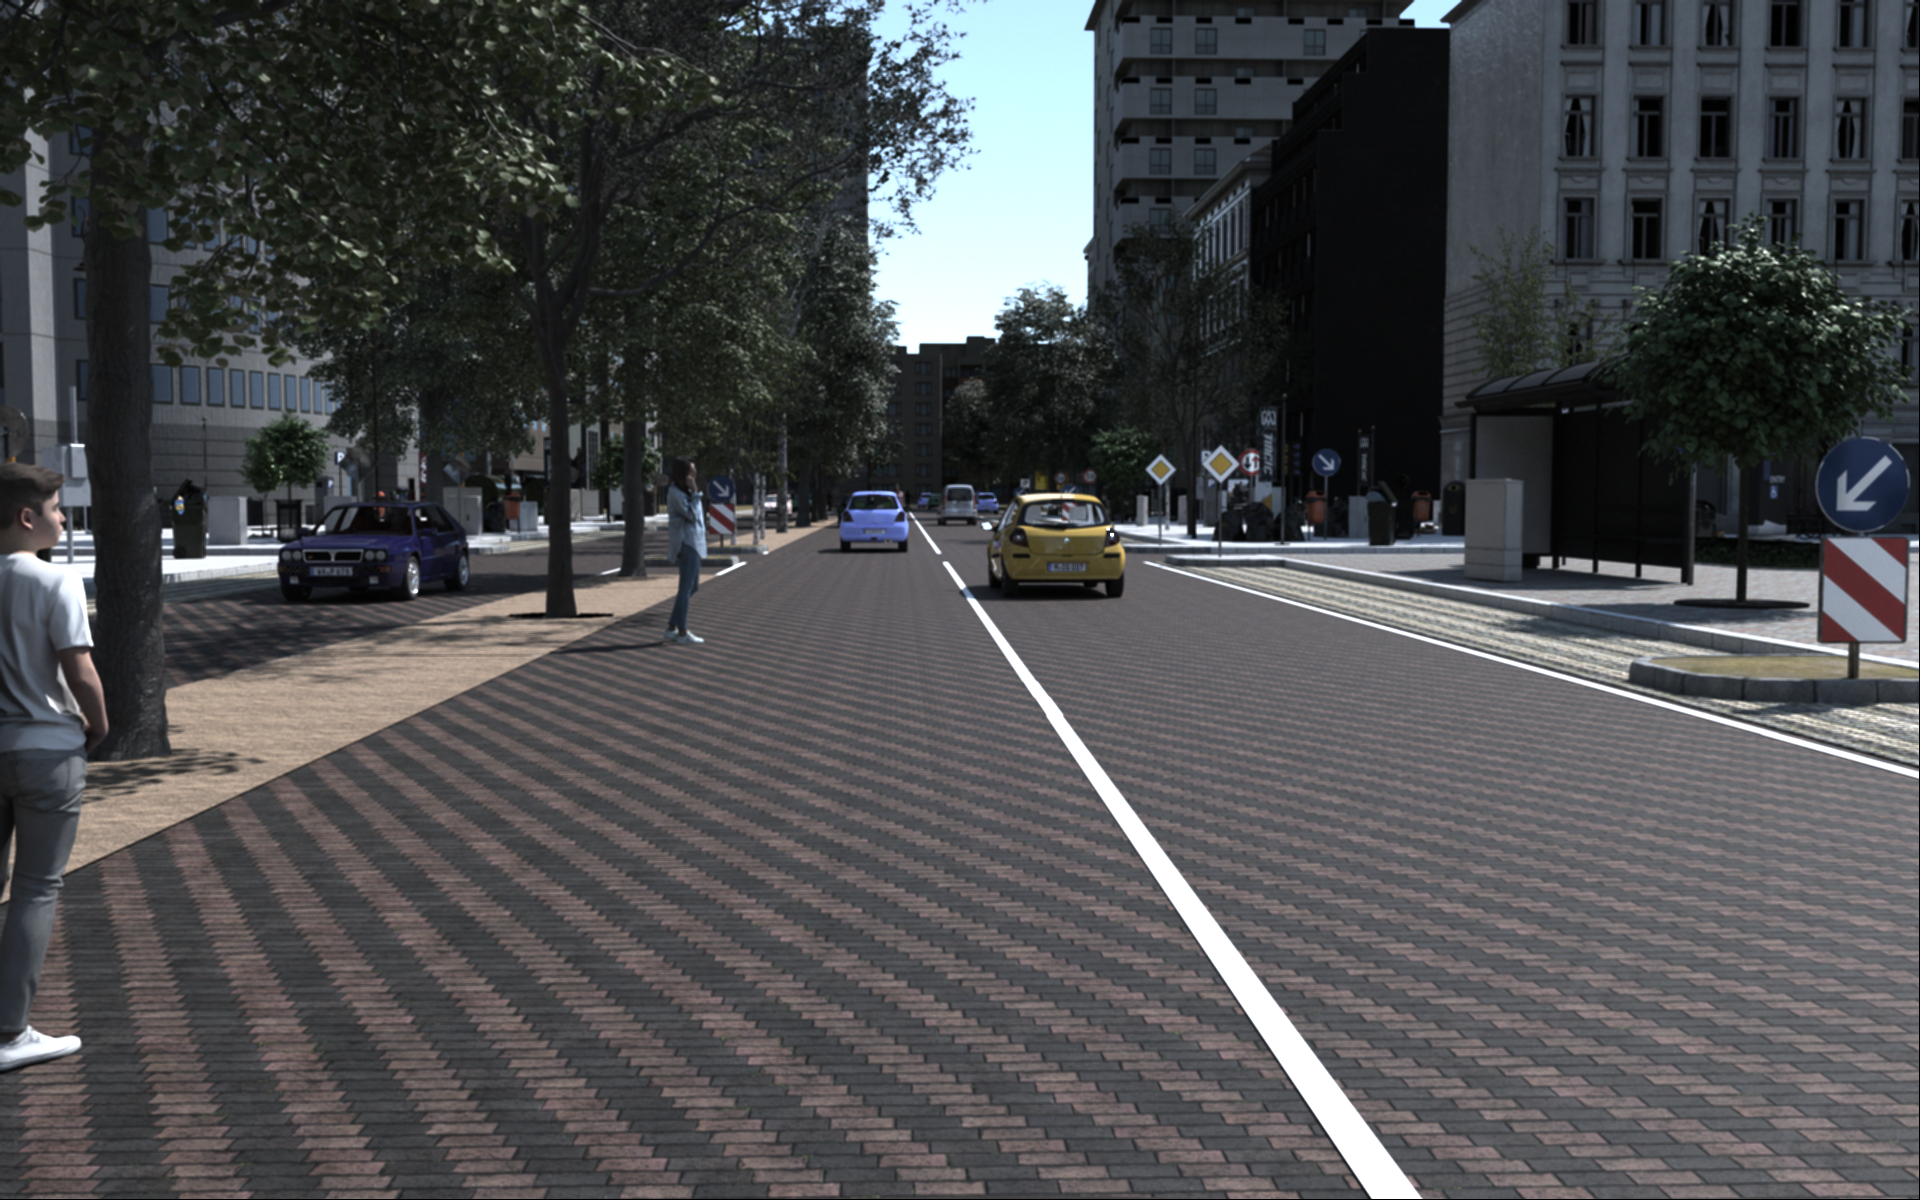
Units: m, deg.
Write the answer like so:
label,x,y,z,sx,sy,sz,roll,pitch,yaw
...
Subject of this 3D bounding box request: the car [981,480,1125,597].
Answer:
label,x,y,z,sx,sy,sz,roll,pitch,yaw
car,1.350,-0.935,25.513,2.015,1.641,3.980,0,4,-3

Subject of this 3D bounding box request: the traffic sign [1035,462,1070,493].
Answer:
label,x,y,z,sx,sy,sz,roll,pitch,yaw
traffic sign,5.939,-7.190,111.435,2.265,3.308,0.079,0,4,2

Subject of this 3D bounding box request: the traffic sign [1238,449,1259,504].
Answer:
label,x,y,z,sx,sy,sz,roll,pitch,yaw
traffic sign,8.190,-2.973,48.708,0.768,2.556,0.104,0,4,6

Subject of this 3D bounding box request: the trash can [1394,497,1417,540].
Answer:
label,x,y,z,sx,sy,sz,roll,pitch,yaw
trash can,12.504,-2.280,48.924,0.748,1.137,0.748,0,3,0

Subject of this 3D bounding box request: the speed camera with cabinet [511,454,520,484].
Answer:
label,x,y,z,sx,sy,sz,roll,pitch,yaw
speed camera with cabinet,-22.676,-5.541,84.934,2.038,3.252,0.660,0,4,3

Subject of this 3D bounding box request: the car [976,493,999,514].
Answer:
label,x,y,z,sx,sy,sz,roll,pitch,yaw
car,1.834,-6.958,123.346,1.945,1.707,3.694,0,4,-1

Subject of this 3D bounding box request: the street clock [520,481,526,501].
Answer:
label,x,y,z,sx,sy,sz,roll,pitch,yaw
street clock,-23.930,-5.517,94.771,0.358,2.002,0.471,1,4,11

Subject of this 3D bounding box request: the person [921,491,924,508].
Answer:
label,x,y,z,sx,sy,sz,roll,pitch,yaw
person,-3.896,-10.481,180.411,0.434,1.755,0.990,1,4,11

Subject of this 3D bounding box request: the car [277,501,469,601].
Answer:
label,x,y,z,sx,sy,sz,roll,pitch,yaw
car,-8.214,-0.727,24.470,1.945,1.354,3.894,0,4,-1

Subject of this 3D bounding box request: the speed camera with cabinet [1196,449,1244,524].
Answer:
label,x,y,z,sx,sy,sz,roll,pitch,yaw
speed camera with cabinet,11.274,-4.937,75.059,2.038,3.252,0.660,2,4,35

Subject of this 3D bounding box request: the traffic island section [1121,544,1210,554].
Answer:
label,x,y,z,sx,sy,sz,roll,pitch,yaw
traffic island section,5.000,-1.274,43.115,2.009,0.180,2.903,0,4,-2

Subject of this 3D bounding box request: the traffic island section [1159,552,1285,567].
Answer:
label,x,y,z,sx,sy,sz,roll,pitch,yaw
traffic island section,5.290,-0.786,35.135,2.009,0.180,2.903,0,4,-2

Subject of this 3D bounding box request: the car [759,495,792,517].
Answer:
label,x,y,z,sx,sy,sz,roll,pitch,yaw
car,-11.711,-5.995,110.374,2.083,1.381,4.827,0,4,-2

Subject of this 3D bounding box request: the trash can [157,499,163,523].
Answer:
label,x,y,z,sx,sy,sz,roll,pitch,yaw
trash can,-25.250,-2.594,54.073,0.748,1.137,0.748,0,3,0

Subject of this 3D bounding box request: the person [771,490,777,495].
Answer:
label,x,y,z,sx,sy,sz,roll,pitch,yaw
person,-13.194,-6.989,123.494,1.217,1.743,0.721,2,4,29

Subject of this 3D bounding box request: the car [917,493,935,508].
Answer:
label,x,y,z,sx,sy,sz,roll,pitch,yaw
car,-3.458,-10.281,177.683,1.945,1.707,3.694,0,4,-3

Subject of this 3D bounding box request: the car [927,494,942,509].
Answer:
label,x,y,z,sx,sy,sz,roll,pitch,yaw
car,-2.184,-9.693,167.278,1.959,1.807,4.718,0,4,-3

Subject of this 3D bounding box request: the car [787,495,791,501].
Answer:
label,x,y,z,sx,sy,sz,roll,pitch,yaw
car,-16.529,-9.147,161.918,2.083,1.381,4.827,0,4,-3

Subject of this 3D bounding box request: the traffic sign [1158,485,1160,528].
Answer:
label,x,y,z,sx,sy,sz,roll,pitch,yaw
traffic sign,7.538,-3.935,65.528,0.795,2.450,0.064,0,4,-1

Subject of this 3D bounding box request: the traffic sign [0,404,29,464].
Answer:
label,x,y,z,sx,sy,sz,roll,pitch,yaw
traffic sign,-13.585,-1.498,24.606,0.768,2.556,0.104,0,4,5

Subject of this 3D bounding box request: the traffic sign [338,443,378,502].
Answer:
label,x,y,z,sx,sy,sz,roll,pitch,yaw
traffic sign,-11.967,-1.884,34.452,0.795,2.450,0.064,0,4,-2

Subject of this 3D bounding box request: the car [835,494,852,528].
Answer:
label,x,y,z,sx,sy,sz,roll,pitch,yaw
car,-4.427,-4.010,75.350,2.009,1.686,4.222,0,4,-3

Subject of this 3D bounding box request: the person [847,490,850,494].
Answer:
label,x,y,z,sx,sy,sz,roll,pitch,yaw
person,-11.866,-10.796,184.953,0.705,1.831,1.348,0,4,5

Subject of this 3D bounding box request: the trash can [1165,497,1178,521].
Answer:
label,x,y,z,sx,sy,sz,roll,pitch,yaw
trash can,10.057,-4.302,81.995,0.748,1.137,0.748,0,3,0

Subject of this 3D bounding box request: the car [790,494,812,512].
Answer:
label,x,y,z,sx,sy,sz,roll,pitch,yaw
car,-12.529,-7.882,137.662,1.959,1.807,4.718,0,4,-2

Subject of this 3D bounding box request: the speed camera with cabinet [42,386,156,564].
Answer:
label,x,y,z,sx,sy,sz,roll,pitch,yaw
speed camera with cabinet,-16.188,-2.341,32.609,0.660,3.252,2.038,2,4,24

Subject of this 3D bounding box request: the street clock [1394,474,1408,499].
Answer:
label,x,y,z,sx,sy,sz,roll,pitch,yaw
street clock,16.149,-3.600,63.423,0.471,2.002,0.358,1,4,20

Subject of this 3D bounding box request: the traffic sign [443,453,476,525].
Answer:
label,x,y,z,sx,sy,sz,roll,pitch,yaw
traffic sign,-12.257,-2.372,42.432,0.795,2.450,0.064,0,4,-2

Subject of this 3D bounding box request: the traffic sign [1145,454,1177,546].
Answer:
label,x,y,z,sx,sy,sz,roll,pitch,yaw
traffic sign,4.976,-2.409,43.037,0.795,2.450,0.064,0,4,-2

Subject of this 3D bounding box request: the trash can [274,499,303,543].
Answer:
label,x,y,z,sx,sy,sz,roll,pitch,yaw
trash can,-17.636,-2.072,45.536,0.748,1.137,0.748,0,3,0

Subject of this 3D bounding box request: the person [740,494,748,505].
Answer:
label,x,y,z,sx,sy,sz,roll,pitch,yaw
person,-24.445,-11.264,195.893,0.991,1.433,0.599,-3,4,-38

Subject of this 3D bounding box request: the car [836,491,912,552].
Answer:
label,x,y,z,sx,sy,sz,roll,pitch,yaw
car,-2.180,-2.103,43.970,1.945,1.707,3.694,0,4,-3

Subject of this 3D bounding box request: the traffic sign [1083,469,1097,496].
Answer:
label,x,y,z,sx,sy,sz,roll,pitch,yaw
traffic sign,6.480,-5.256,86.045,0.768,2.556,0.104,0,4,3

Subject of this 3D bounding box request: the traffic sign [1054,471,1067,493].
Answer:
label,x,y,z,sx,sy,sz,roll,pitch,yaw
traffic sign,5.649,-5.944,97.296,0.768,2.556,0.104,0,4,-1

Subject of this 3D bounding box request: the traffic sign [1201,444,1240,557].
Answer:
label,x,y,z,sx,sy,sz,roll,pitch,yaw
traffic sign,5.267,-1.921,35.057,0.795,2.450,0.064,0,4,-2

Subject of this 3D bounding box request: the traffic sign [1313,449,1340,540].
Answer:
label,x,y,z,sx,sy,sz,roll,pitch,yaw
traffic sign,10.307,-2.978,48.792,0.768,2.556,0.104,0,4,6

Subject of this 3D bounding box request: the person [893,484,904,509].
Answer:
label,x,y,z,sx,sy,sz,roll,pitch,yaw
person,-2.405,-3.533,66.279,0.555,1.821,0.388,-1,4,-19

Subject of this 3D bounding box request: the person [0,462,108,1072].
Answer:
label,x,y,z,sx,sy,sz,roll,pitch,yaw
person,-2.422,0.412,4.359,0.503,1.515,0.523,-2,4,-27

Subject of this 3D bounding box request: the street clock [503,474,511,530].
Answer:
label,x,y,z,sx,sy,sz,roll,pitch,yaw
street clock,-16.128,-3.504,61.859,0.358,2.002,0.471,-1,4,-15

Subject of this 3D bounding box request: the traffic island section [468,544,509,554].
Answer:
label,x,y,z,sx,sy,sz,roll,pitch,yaw
traffic island section,-12.280,-1.236,42.493,2.009,0.180,2.903,0,4,-2

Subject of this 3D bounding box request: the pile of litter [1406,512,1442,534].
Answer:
label,x,y,z,sx,sy,sz,roll,pitch,yaw
pile of litter,14.791,-2.553,55.701,1.719,0.858,1.176,0,4,4

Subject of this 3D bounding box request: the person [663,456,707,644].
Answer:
label,x,y,z,sx,sy,sz,roll,pitch,yaw
person,-2.647,-0.478,16.573,0.793,1.790,0.793,-3,4,-36

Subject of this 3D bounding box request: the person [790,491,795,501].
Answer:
label,x,y,z,sx,sy,sz,roll,pitch,yaw
person,-14.945,-8.860,153.880,0.721,1.766,1.217,-2,4,-23

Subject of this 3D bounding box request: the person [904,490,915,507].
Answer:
label,x,y,z,sx,sy,sz,roll,pitch,yaw
person,-4.169,-7.925,138.902,1.217,1.723,0.721,1,4,15

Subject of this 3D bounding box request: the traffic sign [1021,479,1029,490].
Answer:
label,x,y,z,sx,sy,sz,roll,pitch,yaw
traffic sign,4.365,-6.978,116.217,0.606,2.300,0.079,0,4,4

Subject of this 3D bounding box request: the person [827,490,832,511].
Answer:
label,x,y,z,sx,sy,sz,roll,pitch,yaw
person,-11.042,-8.407,146.089,0.705,1.807,1.348,1,4,19
